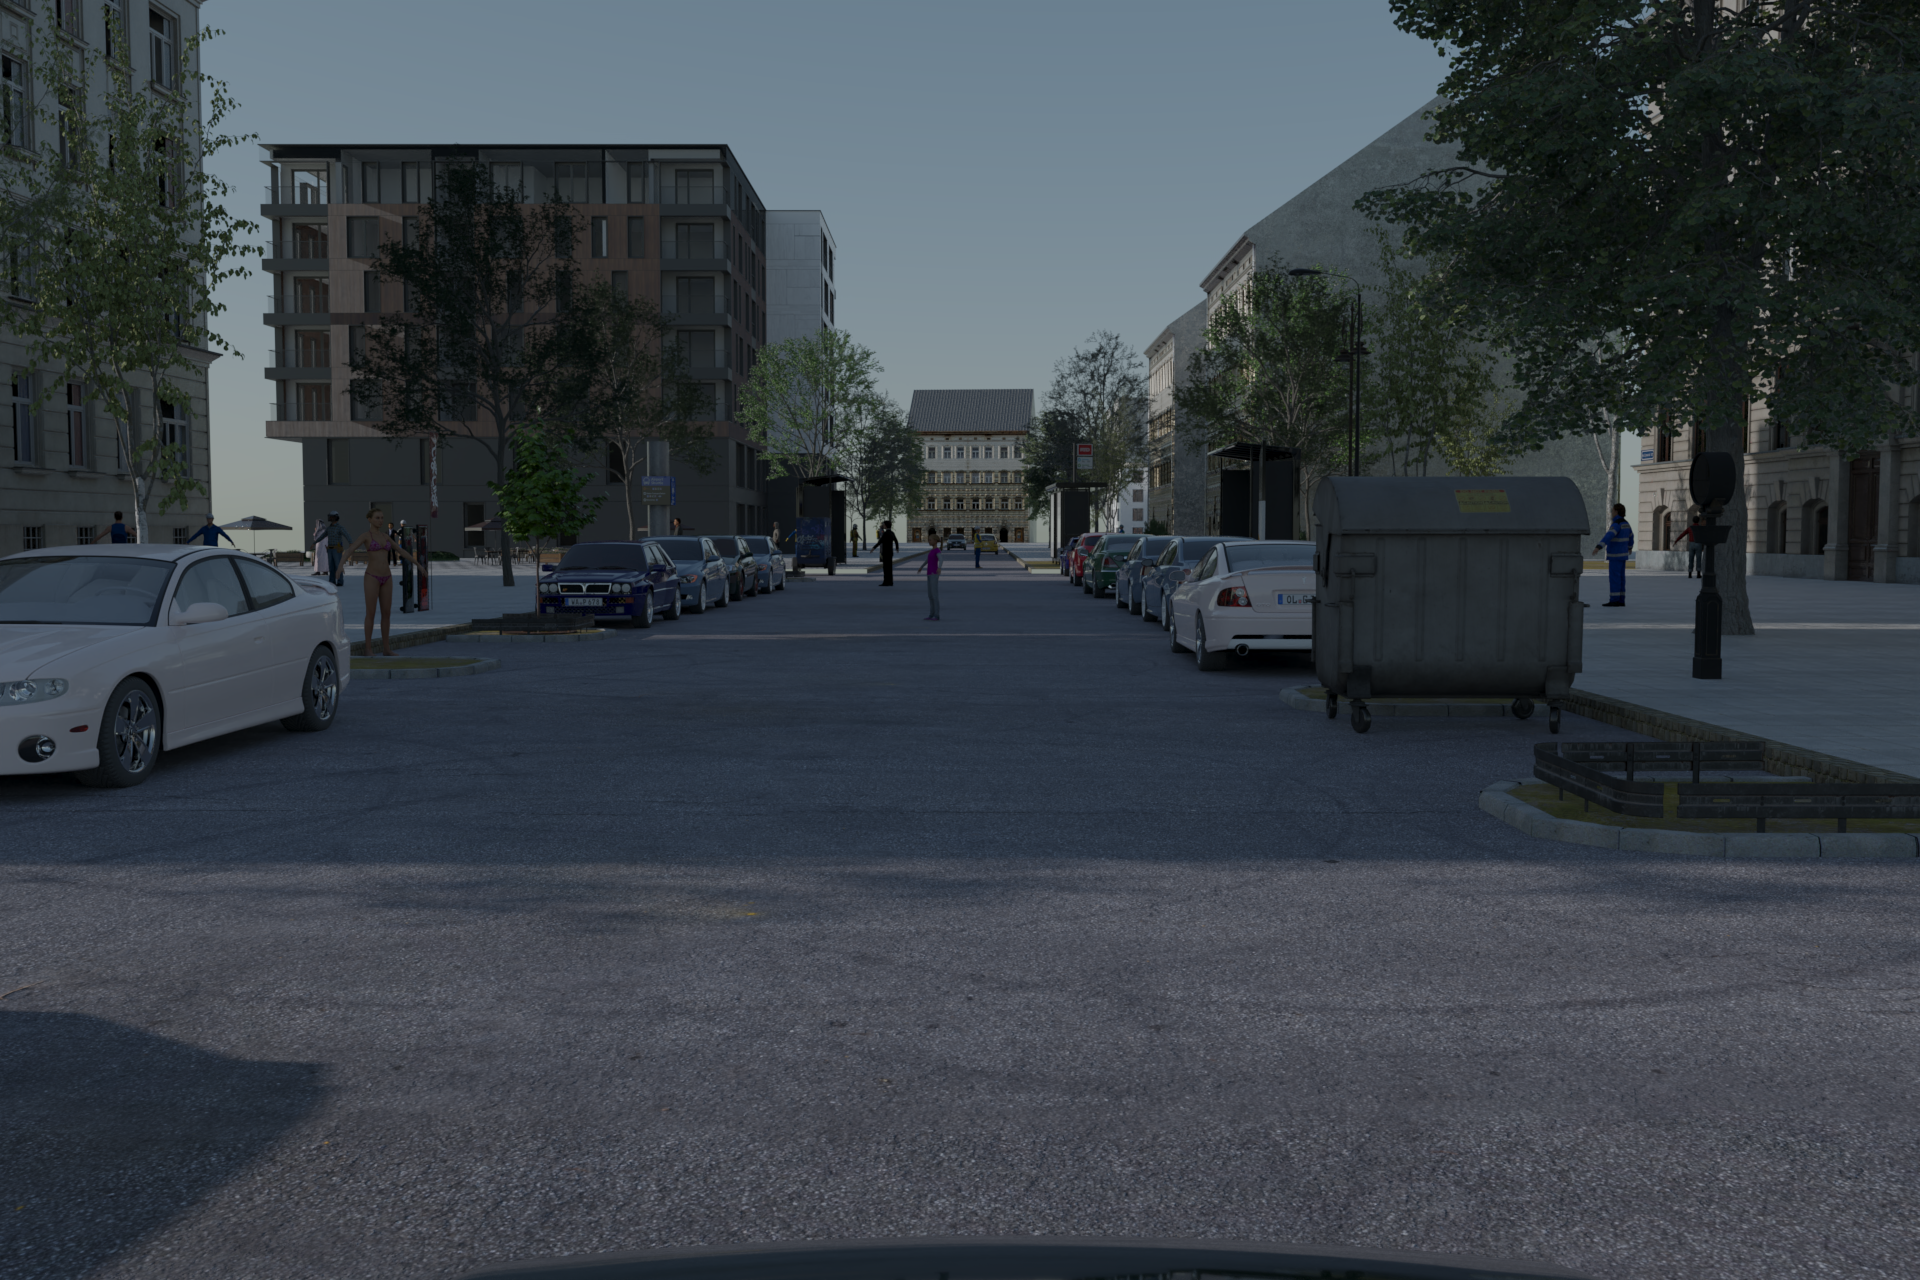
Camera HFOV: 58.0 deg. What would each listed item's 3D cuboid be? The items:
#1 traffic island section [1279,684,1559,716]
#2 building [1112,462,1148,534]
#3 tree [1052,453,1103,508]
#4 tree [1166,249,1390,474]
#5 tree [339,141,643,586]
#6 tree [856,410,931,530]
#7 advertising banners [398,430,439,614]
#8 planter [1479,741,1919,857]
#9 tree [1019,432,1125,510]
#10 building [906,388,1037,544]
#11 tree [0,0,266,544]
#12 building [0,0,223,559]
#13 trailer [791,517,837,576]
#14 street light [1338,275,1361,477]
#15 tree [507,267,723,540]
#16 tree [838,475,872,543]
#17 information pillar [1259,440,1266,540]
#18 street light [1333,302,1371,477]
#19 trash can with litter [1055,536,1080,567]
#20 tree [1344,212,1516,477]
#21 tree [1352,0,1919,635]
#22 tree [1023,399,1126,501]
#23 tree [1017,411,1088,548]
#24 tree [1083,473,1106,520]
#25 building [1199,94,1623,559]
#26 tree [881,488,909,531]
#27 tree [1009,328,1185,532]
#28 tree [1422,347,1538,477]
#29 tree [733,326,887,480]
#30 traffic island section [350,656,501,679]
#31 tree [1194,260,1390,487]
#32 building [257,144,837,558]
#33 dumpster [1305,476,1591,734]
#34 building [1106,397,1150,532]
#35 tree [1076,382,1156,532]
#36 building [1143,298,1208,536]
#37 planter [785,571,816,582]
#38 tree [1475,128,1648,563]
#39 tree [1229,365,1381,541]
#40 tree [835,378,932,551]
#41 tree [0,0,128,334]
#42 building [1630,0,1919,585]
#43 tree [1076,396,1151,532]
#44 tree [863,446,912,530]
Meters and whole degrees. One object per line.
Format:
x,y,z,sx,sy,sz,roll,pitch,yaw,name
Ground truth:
3.753,0.504,14.621,1.991,0.108,1.994,0,4,2,traffic island section
23.195,-15.944,202.834,9.099,9.664,28.070,0,4,1,building
8.493,-10.946,129.335,4.737,8.622,4.395,0,3,0,tree
10.472,-7.549,57.840,8.767,10.594,7.601,3,4,39,tree
-11.419,-6.590,42.163,7.601,10.594,8.767,-1,4,-21,tree
-6.116,-14.681,158.166,7.486,12.596,7.792,0,3,0,tree
-8.958,-1.994,28.784,0.090,3.025,2.074,0,4,1,advertising banners
3.705,0.763,8.669,1.991,0.319,1.994,0,4,0,planter
8.997,-12.699,142.043,8.767,10.594,7.601,-1,4,-18,tree
2.046,-26.148,260.900,18.063,23.208,19.493,0,4,6,building
-11.382,-4.476,23.541,4.737,8.622,4.395,0,3,0,tree
-30.188,-12.623,38.401,16.112,23.069,30.059,0,3,0,building
-5.050,-3.193,59.257,1.471,1.999,3.904,0,4,0,trailer
7.520,-3.539,30.402,1.470,5.913,1.316,0,4,1,street light
-11.818,-7.748,61.099,7.601,10.594,8.767,1,4,9,tree
-16.099,-19.861,259.145,7.601,10.594,8.767,0,4,8,tree
7.559,-3.179,43.338,0.183,3.616,0.504,0,4,1,information pillar
7.820,-3.786,34.693,0.468,5.910,1.993,0,4,1,street light
4.589,-3.428,67.113,1.678,1.210,2.233,0,4,-1,trash can with litter
10.469,-5.455,39.554,4.737,8.622,4.395,0,3,0,tree
9.775,-7.042,21.789,9.857,13.997,8.962,0,3,0,tree
7.988,-11.273,118.732,7.601,10.594,8.767,-3,5,-44,tree
8.604,-14.714,158.695,7.486,12.596,7.792,0,3,0,tree
20.175,-21.135,255.932,12.009,13.543,11.850,0,3,0,tree
24.098,-16.207,95.919,19.493,23.208,18.063,0,4,1,building
-7.169,-13.417,169.727,4.360,8.622,3.978,0,3,0,tree
8.220,-11.755,102.557,12.009,13.543,11.850,0,3,0,tree
19.958,-7.165,67.509,4.737,8.622,4.395,0,3,0,tree
-7.346,-9.767,85.446,9.928,11.665,9.643,0,3,0,tree
-5.930,0.290,18.122,1.991,0.108,1.994,0,4,2,traffic island section
12.780,-8.650,67.189,9.928,11.665,9.643,0,3,0,tree
-22.719,-16.108,107.343,27.936,21.610,32.646,0,3,0,building
3.589,-0.287,12.905,1.865,1.857,1.264,0,4,1,dumpster
28.989,-22.372,232.246,16.747,18.905,31.486,0,4,1,building
7.350,-8.158,83.744,4.360,8.622,3.978,0,3,0,tree
24.872,-18.600,135.034,19.493,23.208,18.063,0,4,1,building
-5.415,-1.925,52.609,1.991,0.319,1.994,0,4,2,planter
29.741,-13.594,78.157,12.611,20.169,13.585,0,3,0,tree
16.335,-9.047,82.331,7.601,10.594,8.767,1,4,9,tree
-7.549,-13.729,134.833,12.009,13.543,11.850,0,3,0,tree
-11.993,-4.162,18.405,4.360,8.622,3.978,0,3,0,tree
29.778,-13.860,45.701,14.460,24.649,34.723,0,4,0,building
7.777,-8.729,93.078,4.360,8.622,3.978,0,3,0,tree
-6.645,-11.885,144.680,4.360,8.622,3.978,0,3,0,tree
